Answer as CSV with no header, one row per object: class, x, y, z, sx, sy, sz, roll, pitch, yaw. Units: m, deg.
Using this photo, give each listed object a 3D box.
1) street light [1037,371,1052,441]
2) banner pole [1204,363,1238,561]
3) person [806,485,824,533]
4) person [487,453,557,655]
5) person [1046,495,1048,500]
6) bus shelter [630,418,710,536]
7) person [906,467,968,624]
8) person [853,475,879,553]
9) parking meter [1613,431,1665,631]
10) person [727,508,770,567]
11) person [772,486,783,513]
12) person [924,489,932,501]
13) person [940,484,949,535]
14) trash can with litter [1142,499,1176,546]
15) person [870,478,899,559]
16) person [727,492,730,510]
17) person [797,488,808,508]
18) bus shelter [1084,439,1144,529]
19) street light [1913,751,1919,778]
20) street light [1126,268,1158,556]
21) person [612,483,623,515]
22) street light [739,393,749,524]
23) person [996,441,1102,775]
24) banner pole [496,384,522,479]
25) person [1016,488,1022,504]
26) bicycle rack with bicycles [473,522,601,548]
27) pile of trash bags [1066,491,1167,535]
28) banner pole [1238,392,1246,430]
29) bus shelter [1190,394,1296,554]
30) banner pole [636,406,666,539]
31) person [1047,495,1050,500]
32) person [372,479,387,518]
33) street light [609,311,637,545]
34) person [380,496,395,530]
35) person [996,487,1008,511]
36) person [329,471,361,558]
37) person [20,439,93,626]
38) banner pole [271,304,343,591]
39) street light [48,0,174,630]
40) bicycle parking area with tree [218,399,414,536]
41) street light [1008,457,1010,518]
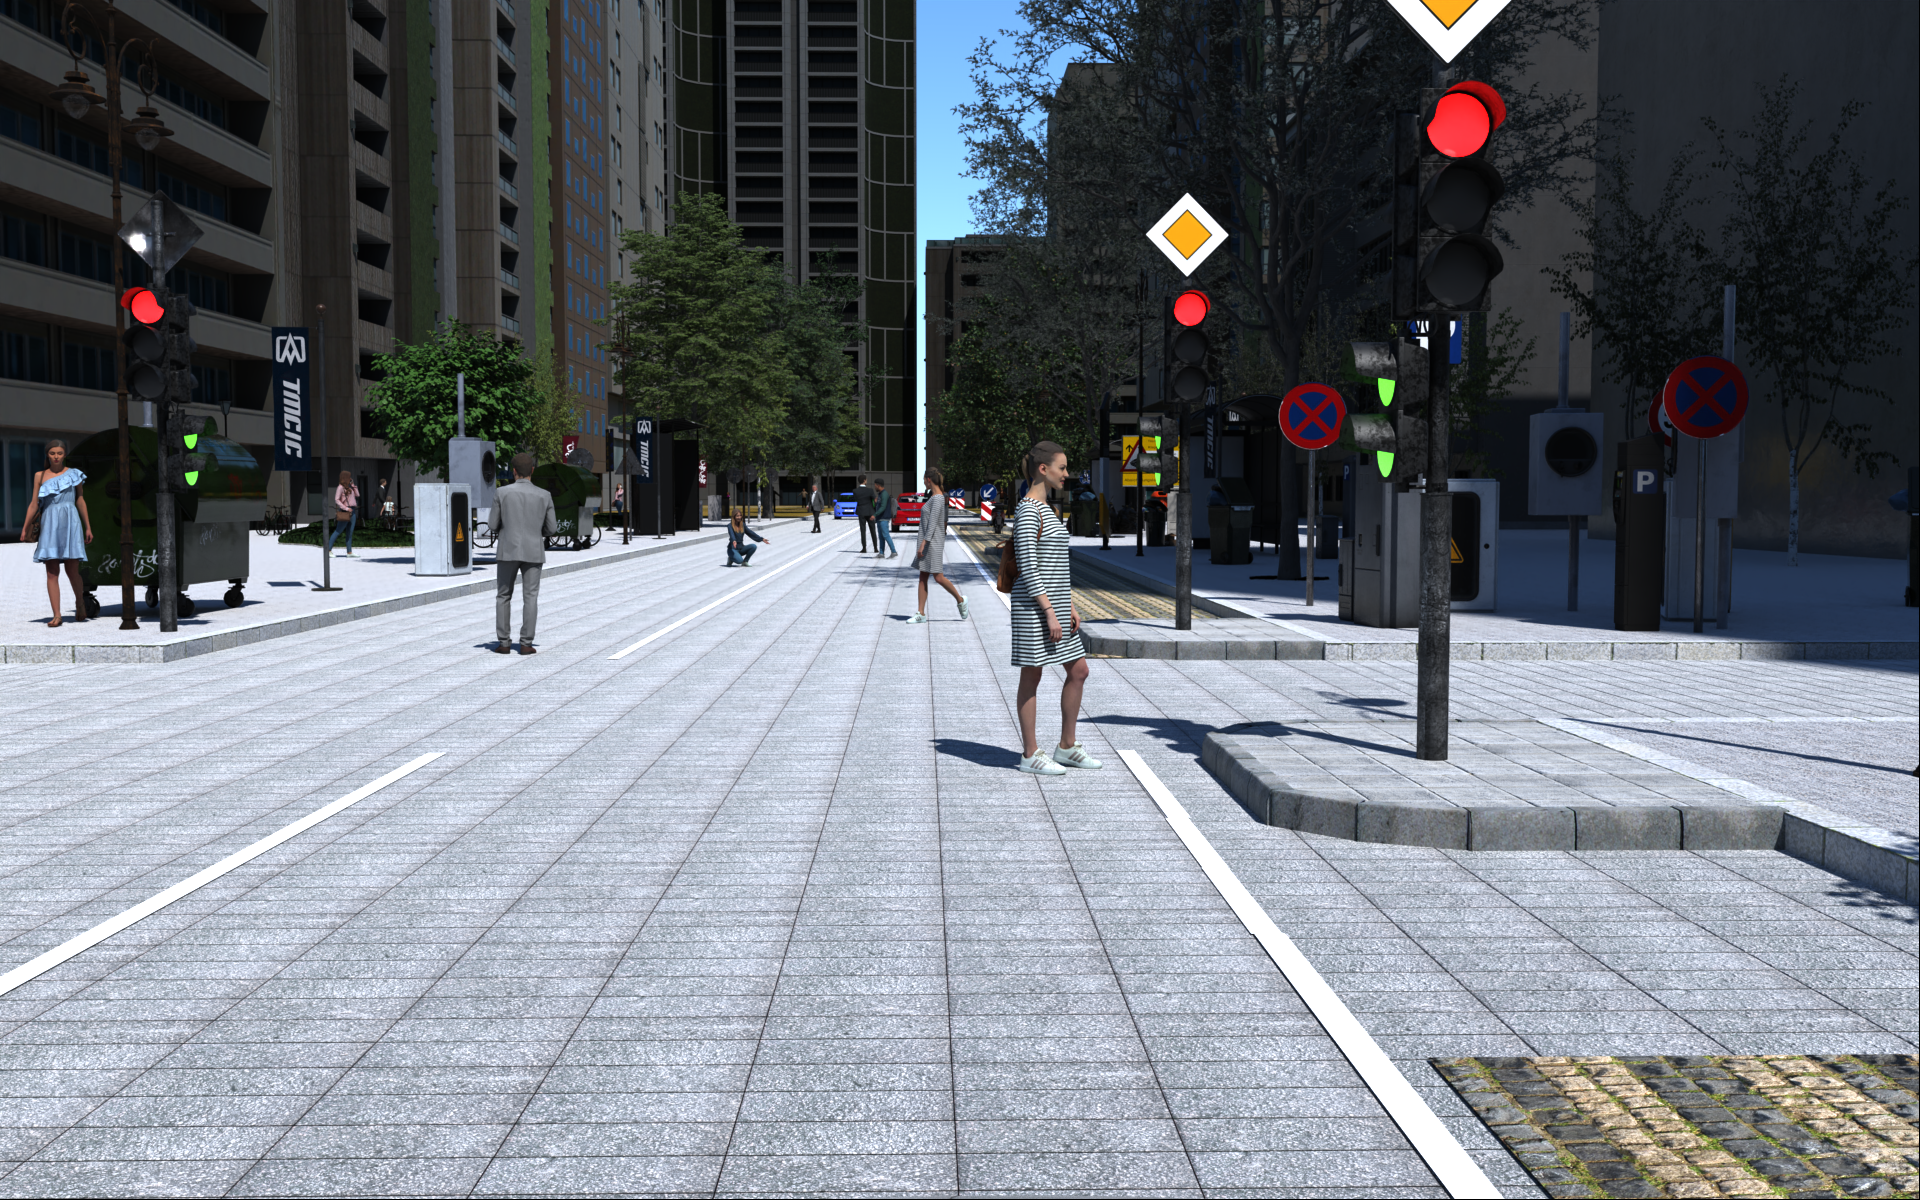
street light,3.078,-5.544,63.435,0.468,5.910,1.993,0,4,-1
banner pole,4.915,-2.661,33.522,0.401,3.779,0.863,-1,4,-20
person,-5.347,-3.349,63.656,0.661,1.777,0.834,2,4,27
person,-3.958,-0.422,15.598,0.606,1.804,0.583,-2,4,-24
person,6.677,-8.075,137.931,0.709,1.838,0.599,1,4,11
bus shelter,-9.369,-3.978,56.329,1.731,3.624,6.357,0,4,-1
person,-0.271,-0.616,19.318,0.760,1.731,0.466,-3,4,-37
person,-2.299,-2.104,42.259,0.648,1.900,0.474,0,4,-5
parking meter,6.355,-0.644,16.246,0.399,1.863,0.255,0,4,1
person,-4.223,-1.230,34.104,1.012,1.151,0.738,-3,5,-40
person,-12.975,-6.962,120.001,1.348,1.807,0.705,0,4,-5
person,-0.913,-2.861,54.641,0.474,1.900,0.648,0,4,1
person,-0.695,-3.031,58.408,0.532,1.782,0.716,-2,4,-30
trash can with litter,4.892,-1.906,42.552,0.624,1.170,1.055,3,4,38
person,-1.701,-1.793,38.162,0.721,1.781,0.623,-1,4,-19
person,-18.554,-7.884,138.165,0.599,1.433,0.991,-2,4,-34
person,-14.572,-9.520,161.697,1.348,1.823,0.705,0,4,6
bus shelter,5.993,-4.416,66.131,2.014,3.302,5.546,0,4,-1
street light,4.424,-2.134,7.676,0.468,5.910,1.993,0,4,-1
street light,3.713,-3.840,35.568,0.468,5.910,1.993,0,4,-1
person,-14.495,-4.108,73.803,0.593,1.750,0.643,3,5,43
street light,-9.074,-6.104,72.588,0.468,5.910,1.993,0,4,-1
person,0.430,0.037,8.893,0.522,1.701,0.512,1,4,19
banner pole,-9.139,-2.762,35.177,0.863,3.779,0.401,-3,5,-43
person,4.811,-8.063,138.654,1.217,1.735,0.721,3,4,36
bicycle rack with bicycles,-10.201,-1.759,42.146,2.925,0.926,2.852,0,4,-3
pile of trash bags,5.201,-2.811,55.718,3.447,1.369,1.912,-2,4,-25
banner pole,6.810,-3.211,42.521,0.401,3.779,0.863,3,5,44
bus shelter,6.019,-2.680,37.734,2.014,3.302,5.546,0,4,-1
banner pole,-8.811,-3.626,49.297,0.863,3.779,0.401,0,4,-2
person,8.661,-9.988,171.881,0.705,1.814,1.350,-2,4,-24
person,-21.612,-3.611,64.864,0.755,1.850,0.659,-2,4,-24
street light,-8.507,-4.349,43.891,0.468,5.910,1.993,0,4,-1
person,-18.725,-2.792,56.714,0.505,1.210,0.382,-1,4,-11
person,2.946,-7.049,121.819,1.217,1.766,0.721,0,4,-5
person,-12.458,-1.729,34.907,0.643,1.750,0.593,0,4,6
person,-8.841,-0.662,16.961,0.616,1.811,0.778,-1,4,-11
banner pole,-8.646,-2.011,22.889,0.863,3.779,0.401,-1,4,-9
street light,-7.892,-2.660,16.275,0.468,5.910,1.993,0,4,-1
bicycle parking area with tree,-19.608,-3.989,52.215,8.231,4.147,9.016,1,4,13
street light,2.572,-7.233,91.054,0.468,5.910,1.993,0,4,-1
